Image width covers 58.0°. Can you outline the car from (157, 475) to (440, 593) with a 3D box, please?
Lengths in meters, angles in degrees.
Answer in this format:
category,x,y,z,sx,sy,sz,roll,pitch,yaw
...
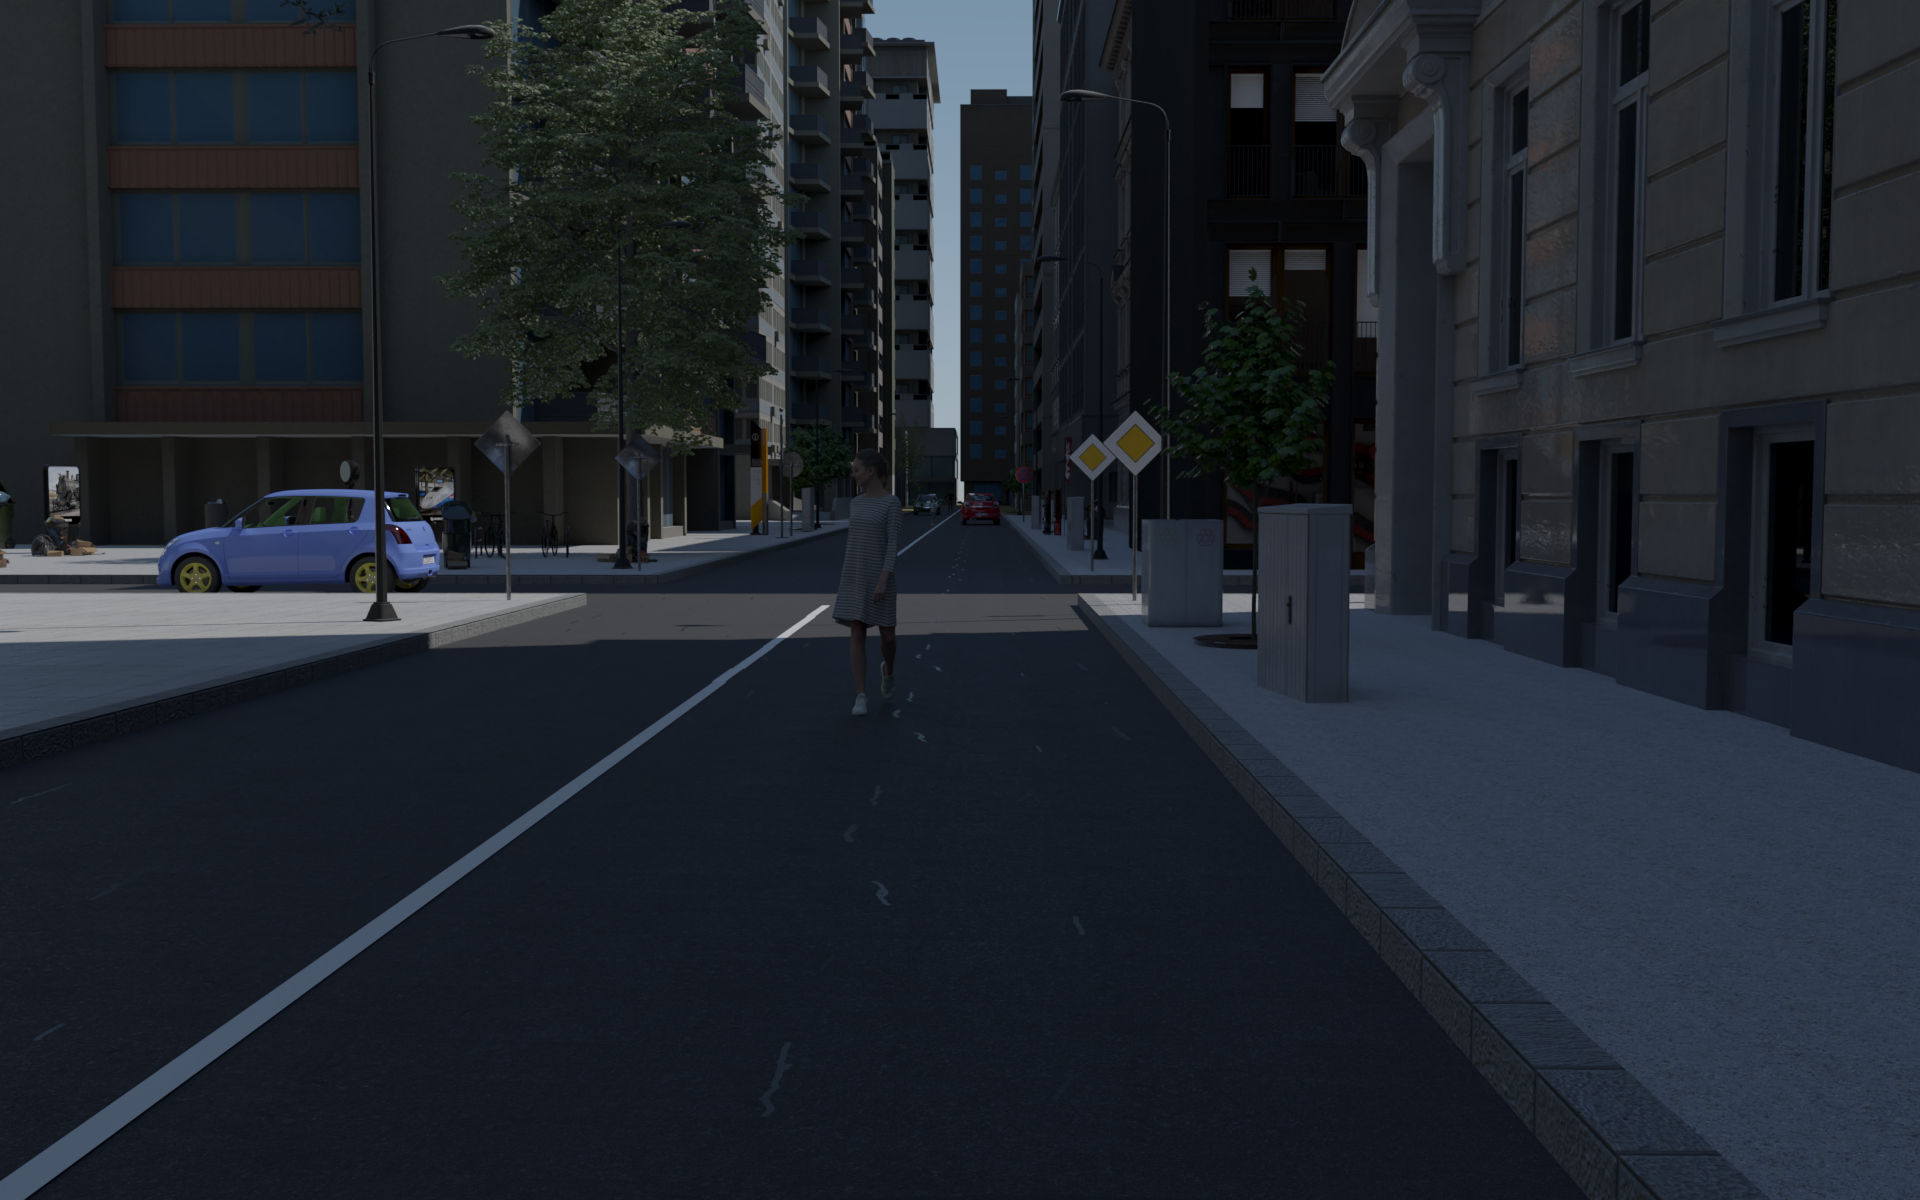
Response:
category,x,y,z,sx,sy,sz,roll,pitch,yaw
car,-9.228,-0.893,24.186,3.694,1.707,1.945,0,4,0

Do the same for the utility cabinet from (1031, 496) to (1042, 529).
category,x,y,z,sx,sy,sz,roll,pitch,yaw
utility cabinet,2.818,-3.206,63.577,0.306,1.237,1.020,0,4,8

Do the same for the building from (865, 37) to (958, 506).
category,x,y,z,sx,sy,sz,roll,pitch,yaw
building,-14.132,-37.489,202.187,27.495,52.752,28.713,0,4,1

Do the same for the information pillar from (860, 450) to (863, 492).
category,x,y,z,sx,sy,sz,roll,pitch,yaw
information pillar,-5.199,-6.115,91.333,0.183,3.616,0.504,0,4,2

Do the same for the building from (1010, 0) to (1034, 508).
category,x,y,z,sx,sy,sz,roll,pitch,yaw
building,15.259,-44.585,167.219,20.563,71.187,20.611,0,4,1

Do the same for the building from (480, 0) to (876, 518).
category,x,y,z,sx,sy,sz,roll,pitch,yaw
building,-17.266,-28.351,118.167,22.147,44.769,28.867,0,4,1

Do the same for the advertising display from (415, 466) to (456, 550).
category,x,y,z,sx,sy,sz,roll,pitch,yaw
advertising display,-12.042,-2.116,39.809,0.123,1.923,0.974,3,5,41

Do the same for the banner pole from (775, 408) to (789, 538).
category,x,y,z,sx,sy,sz,roll,pitch,yaw
banner pole,-5.186,-3.702,50.550,0.401,3.779,0.863,0,4,-1

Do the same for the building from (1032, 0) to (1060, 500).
category,x,y,z,sx,sy,sz,roll,pitch,yaw
building,15.939,-30.202,117.508,21.300,48.544,21.600,0,4,1

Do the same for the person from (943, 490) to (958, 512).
category,x,y,z,sx,sy,sz,roll,pitch,yaw
person,-0.754,-7.930,138.672,1.217,1.766,0.721,0,4,4

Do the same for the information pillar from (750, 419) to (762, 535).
category,x,y,z,sx,sy,sz,roll,pitch,yaw
information pillar,-6.324,-3.843,54.189,0.504,3.616,0.183,-1,4,-20

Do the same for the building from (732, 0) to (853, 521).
category,x,y,z,sx,sy,sz,roll,pitch,yaw
building,-22.034,-24.301,89.204,32.217,40.220,23.993,0,4,1

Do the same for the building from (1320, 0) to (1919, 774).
category,x,y,z,sx,sy,sz,roll,pitch,yaw
building,10.633,-13.632,8.782,13.634,28.700,20.117,0,4,1

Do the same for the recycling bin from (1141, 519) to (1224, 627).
category,x,y,z,sx,sy,sz,roll,pitch,yaw
recycling bin,2.174,-0.271,16.989,0.722,1.027,0.722,0,3,0

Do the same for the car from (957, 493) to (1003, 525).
category,x,y,z,sx,sy,sz,roll,pitch,yaw
car,0.944,-4.420,81.315,2.155,1.783,4.494,0,4,-1

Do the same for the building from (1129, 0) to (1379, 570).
category,x,y,z,sx,sy,sz,roll,pitch,yaw
building,11.867,-12.528,34.512,15.834,23.373,12.332,0,4,1

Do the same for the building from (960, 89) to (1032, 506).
category,x,y,z,sx,sy,sz,roll,pitch,yaw
building,7.195,-33.328,195.025,14.200,45.320,14.600,0,4,1

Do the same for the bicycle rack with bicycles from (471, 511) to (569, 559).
category,x,y,z,sx,sy,sz,roll,pitch,yaw
bicycle rack with bicycles,-9.032,-1.337,35.244,2.852,0.926,2.925,-1,4,-11

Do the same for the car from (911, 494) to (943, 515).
category,x,y,z,sx,sy,sz,roll,pitch,yaw
car,-2.243,-6.519,118.388,2.131,1.459,4.920,0,4,0

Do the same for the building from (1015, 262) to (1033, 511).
category,x,y,z,sx,sy,sz,roll,pitch,yaw
building,18.639,-18.255,143.504,27.650,21.520,28.899,0,4,1

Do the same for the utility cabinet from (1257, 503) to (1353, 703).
category,x,y,z,sx,sy,sz,roll,pitch,yaw
utility cabinet,2.186,0.003,11.109,0.306,1.237,1.020,0,4,-7

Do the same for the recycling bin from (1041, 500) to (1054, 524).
category,x,y,z,sx,sy,sz,roll,pitch,yaw
recycling bin,3.764,-3.822,75.051,0.722,1.027,0.722,1,4,11

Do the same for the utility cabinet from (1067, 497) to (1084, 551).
category,x,y,z,sx,sy,sz,roll,pitch,yaw
utility cabinet,2.630,-1.738,39.581,0.306,1.237,1.020,0,4,-2

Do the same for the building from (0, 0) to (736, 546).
category,x,y,z,sx,sy,sz,roll,pitch,yaw
building,-18.018,-24.466,54.646,22.147,44.769,28.867,0,4,1

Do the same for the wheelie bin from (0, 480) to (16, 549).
category,x,y,z,sx,sy,sz,roll,pitch,yaw
wheelie bin,-22.460,-1.981,40.302,0.980,1.594,0.693,1,4,23

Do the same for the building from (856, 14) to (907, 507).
category,x,y,z,sx,sy,sz,roll,pitch,yaw
building,-21.099,-52.185,165.904,31.000,86.520,22.319,0,4,1

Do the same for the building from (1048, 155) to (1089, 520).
category,x,y,z,sx,sy,sz,roll,pitch,yaw
building,10.037,-15.015,94.654,9.793,20.994,18.267,0,4,1

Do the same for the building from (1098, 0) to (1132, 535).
category,x,y,z,sx,sy,sz,roll,pitch,yaw
building,10.013,-11.425,51.429,10.561,19.102,19.286,0,4,1

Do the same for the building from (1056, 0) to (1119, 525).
category,x,y,z,sx,sy,sz,roll,pitch,yaw
building,11.669,-17.079,72.755,14.314,27.812,24.014,0,4,1

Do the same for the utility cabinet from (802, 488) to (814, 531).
category,x,y,z,sx,sy,sz,roll,pitch,yaw
utility cabinet,-5.194,-3.084,59.095,0.318,1.500,1.173,0,4,2

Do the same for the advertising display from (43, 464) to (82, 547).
category,x,y,z,sx,sy,sz,roll,pitch,yaw
advertising display,-19.541,-1.989,37.727,0.123,1.923,0.974,1,4,14

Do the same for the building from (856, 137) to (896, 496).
category,x,y,z,sx,sy,sz,roll,pitch,yaw
building,-12.612,-22.526,139.994,14.160,30.474,14.107,0,4,1
